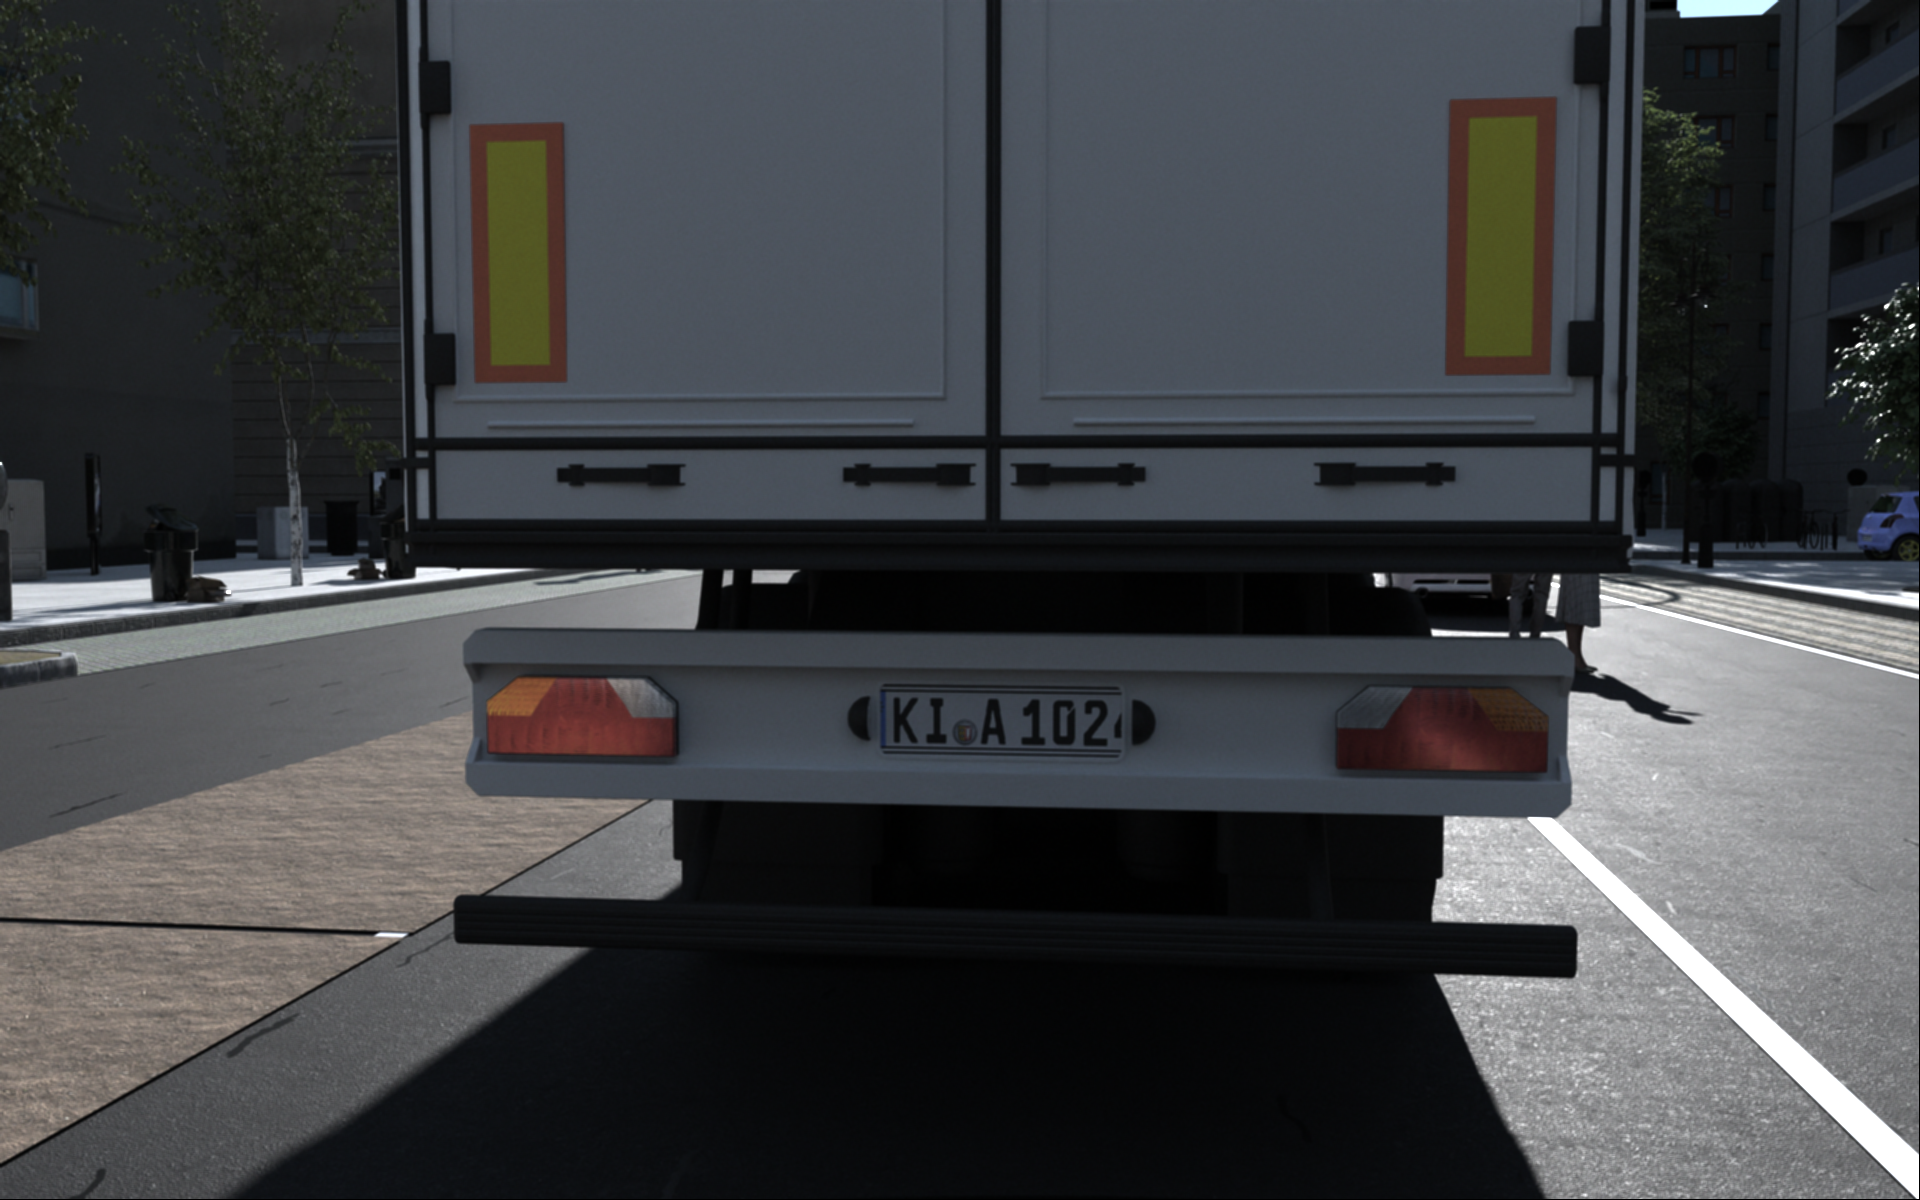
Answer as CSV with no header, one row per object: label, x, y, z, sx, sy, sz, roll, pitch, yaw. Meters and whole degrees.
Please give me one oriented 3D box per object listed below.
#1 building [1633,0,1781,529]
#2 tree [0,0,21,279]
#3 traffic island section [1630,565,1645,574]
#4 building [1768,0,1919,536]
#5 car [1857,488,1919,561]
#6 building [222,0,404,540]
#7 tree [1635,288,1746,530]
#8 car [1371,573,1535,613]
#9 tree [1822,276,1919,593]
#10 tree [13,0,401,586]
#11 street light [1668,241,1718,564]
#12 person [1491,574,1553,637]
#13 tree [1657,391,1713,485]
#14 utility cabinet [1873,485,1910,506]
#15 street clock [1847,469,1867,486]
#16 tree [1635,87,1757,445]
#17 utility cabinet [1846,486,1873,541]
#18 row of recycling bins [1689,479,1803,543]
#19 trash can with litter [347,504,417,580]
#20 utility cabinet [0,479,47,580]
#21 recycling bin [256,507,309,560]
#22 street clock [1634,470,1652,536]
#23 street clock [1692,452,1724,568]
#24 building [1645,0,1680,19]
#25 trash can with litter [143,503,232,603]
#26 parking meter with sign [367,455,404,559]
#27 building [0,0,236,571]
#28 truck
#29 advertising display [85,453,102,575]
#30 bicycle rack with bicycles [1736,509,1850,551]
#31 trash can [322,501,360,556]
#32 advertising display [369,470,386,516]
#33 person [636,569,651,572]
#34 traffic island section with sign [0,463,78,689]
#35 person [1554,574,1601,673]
building,36.518,-14.144,76.302,27.650,21.520,28.899,0,4,8
tree,-10.988,-4.169,18.518,4.737,8.622,4.395,0,3,0
traffic island section,11.464,-0.629,32.572,2.009,0.180,2.903,0,4,8
building,40.543,-30.915,47.452,28.212,58.520,21.231,0,4,8
car,20.531,-1.587,35.534,3.694,1.707,1.945,0,4,7
building,-14.901,-16.558,56.627,13.634,28.700,20.117,0,4,8
tree,24.985,-6.763,60.931,4.360,8.622,3.978,0,3,0
car,6.339,-0.609,22.322,2.083,1.381,4.827,1,4,9
tree,13.141,-2.381,22.648,4.285,4.588,4.351,0,3,0
tree,-9.265,-4.488,23.749,4.737,8.622,4.395,0,3,0
street light,13.413,-3.611,31.826,0.468,5.910,1.993,0,4,8
person,5.073,-0.411,15.347,0.709,1.813,0.853,1,4,20
tree,23.940,-4.375,55.244,4.285,4.588,4.351,0,3,0
utility cabinet,23.530,-2.142,43.694,0.318,1.500,1.173,0,4,4
street clock,25.698,-2.757,49.655,0.471,2.002,0.358,3,5,44
tree,16.962,-7.793,45.535,7.486,12.596,7.792,0,3,0
utility cabinet,24.113,-2.281,45.970,0.318,1.500,1.173,-1,4,-16
row of recycling bins,21.125,-2.408,46.480,3.534,1.692,1.069,-1,4,-19
trash can with litter,-8.656,-0.902,26.142,1.055,1.170,0.624,-3,5,-40
utility cabinet,-14.008,-1.015,25.278,0.318,1.500,1.173,2,4,34
recycling bin,-13.342,-1.319,34.123,0.722,1.027,0.722,3,4,38
street clock,20.637,-2.926,52.404,0.471,2.002,0.358,-1,4,-16
street clock,12.946,-1.557,30.020,0.358,2.002,0.471,-3,4,-38
building,34.725,-20.446,105.991,14.160,30.474,14.107,0,4,8
trash can with litter,-9.221,-0.572,20.743,1.055,1.170,0.624,1,4,19
parking meter with sign,-10.867,-2.306,33.958,1.738,3.016,0.543,2,4,25
building,-26.314,-24.485,24.035,21.600,48.544,21.300,0,4,8
truck,0.707,-1.219,8.848,2.839,4.237,11.283,0,4,7
advertising display,-13.829,-1.373,27.668,0.123,1.923,0.974,-1,4,-21
bicycle rack with bicycles,19.486,-1.670,40.685,2.852,0.926,2.925,2,4,31
trash can,-12.877,-1.494,36.087,0.748,1.137,0.748,0,3,0
advertising display,-15.387,-2.515,46.340,0.123,1.923,0.974,2,4,25
person,-5.909,-1.410,31.982,0.576,1.772,0.534,-1,4,-11
traffic island section with sign,-7.984,-0.282,13.247,1.989,1.847,2.006,0,4,8
person,5.079,-0.298,13.937,0.524,1.755,0.480,2,4,31
